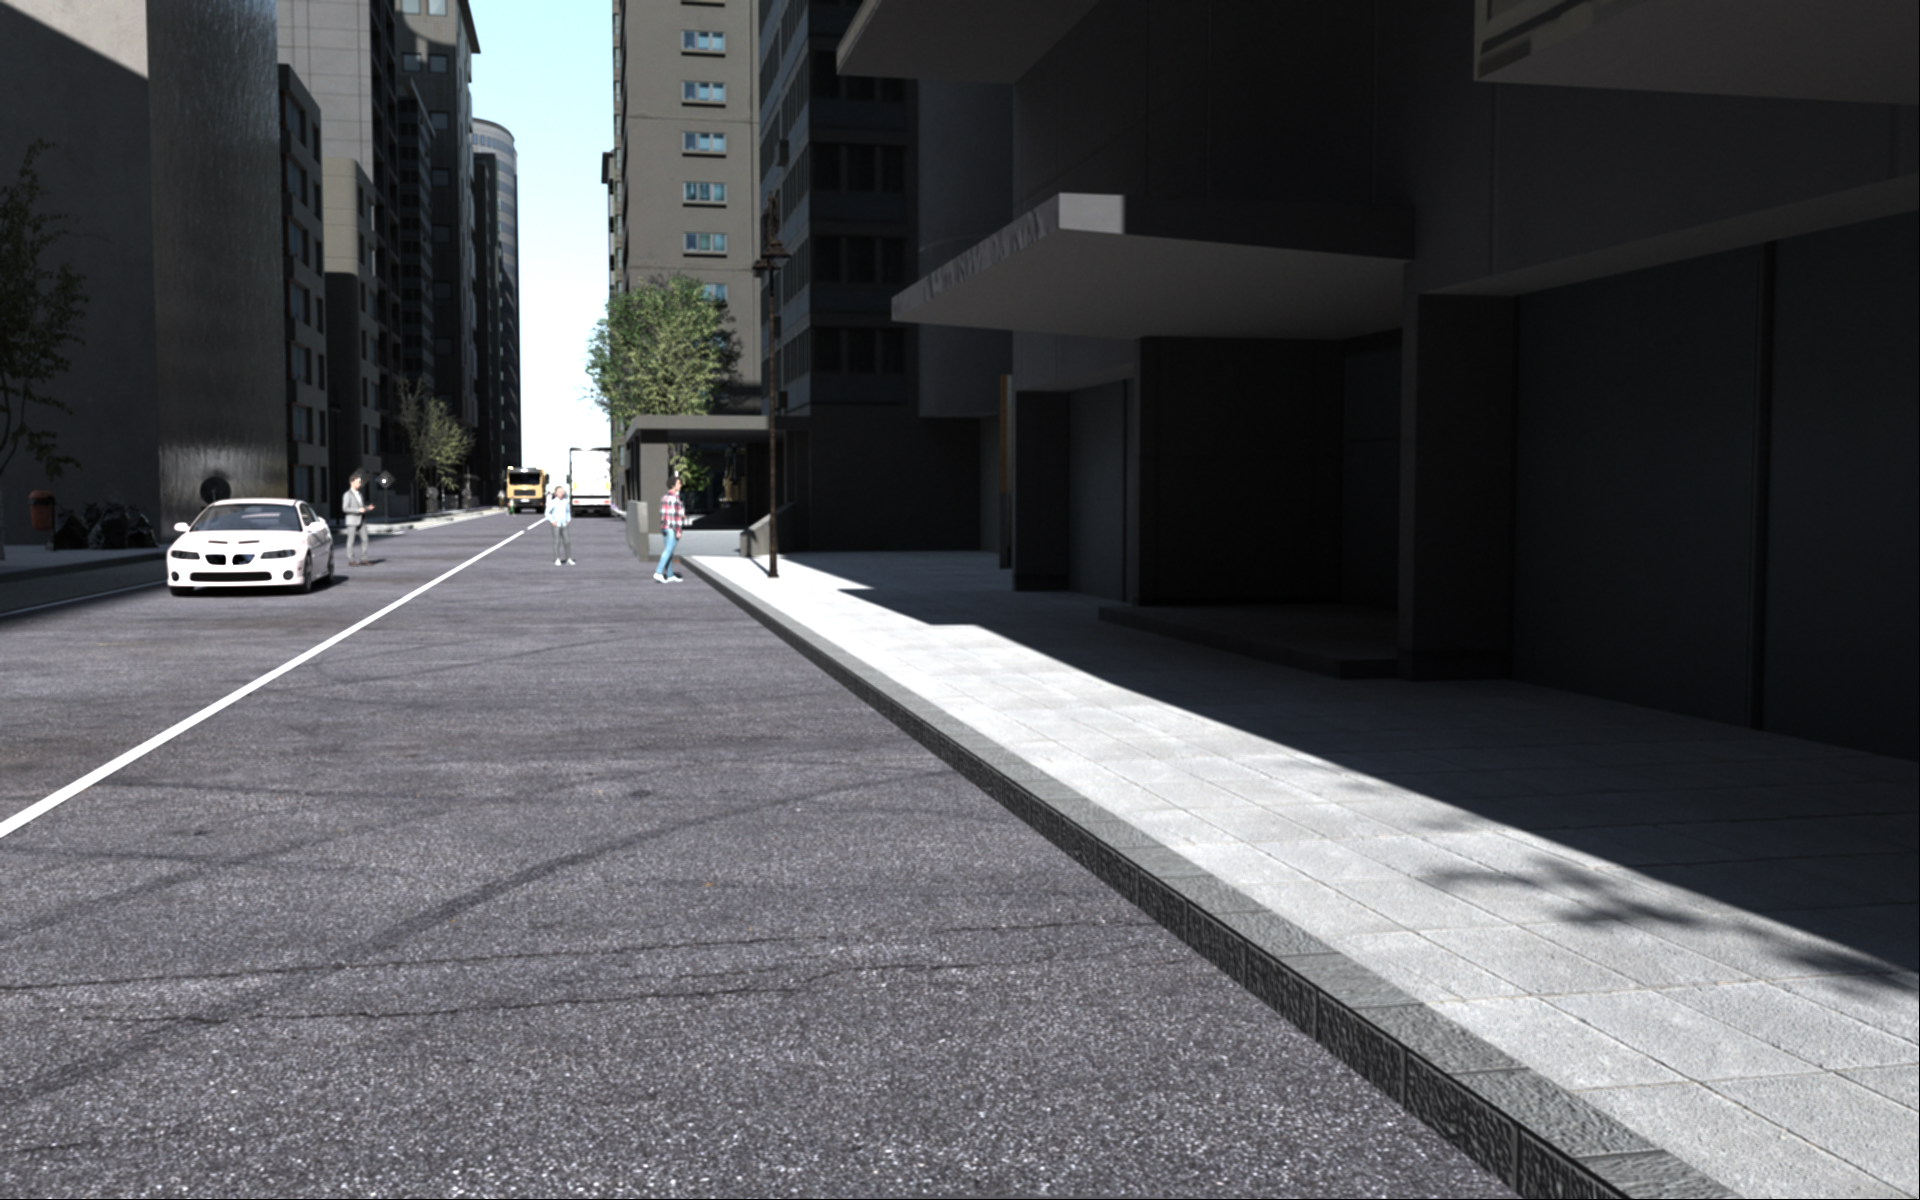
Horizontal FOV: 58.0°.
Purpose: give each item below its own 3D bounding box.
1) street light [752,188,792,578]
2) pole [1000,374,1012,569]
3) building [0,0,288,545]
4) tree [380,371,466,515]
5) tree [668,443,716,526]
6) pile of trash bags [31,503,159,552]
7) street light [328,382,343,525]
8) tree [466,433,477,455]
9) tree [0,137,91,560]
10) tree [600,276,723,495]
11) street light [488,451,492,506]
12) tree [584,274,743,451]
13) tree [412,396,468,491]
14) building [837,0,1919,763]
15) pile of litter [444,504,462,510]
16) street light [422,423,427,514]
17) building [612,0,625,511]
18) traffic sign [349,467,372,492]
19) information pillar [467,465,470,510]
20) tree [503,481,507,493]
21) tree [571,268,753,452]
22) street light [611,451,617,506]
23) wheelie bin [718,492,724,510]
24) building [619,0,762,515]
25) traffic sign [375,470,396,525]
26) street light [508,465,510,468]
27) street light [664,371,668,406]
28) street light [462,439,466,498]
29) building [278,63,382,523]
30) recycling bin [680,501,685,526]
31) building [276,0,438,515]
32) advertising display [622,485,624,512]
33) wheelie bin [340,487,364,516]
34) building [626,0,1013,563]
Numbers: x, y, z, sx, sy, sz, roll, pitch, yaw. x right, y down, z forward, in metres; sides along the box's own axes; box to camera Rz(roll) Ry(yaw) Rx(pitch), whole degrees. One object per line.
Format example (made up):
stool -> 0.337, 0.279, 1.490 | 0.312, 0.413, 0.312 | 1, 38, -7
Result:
street light -> -2.876, -3.286, 26.514 | 0.468, 5.910, 1.993 | -1, 4, -12
pole -> 0.789, -2.189, 29.642 | 0.158, 3.312, 0.155 | 0, 3, 0
building -> -38.968, -14.960, 49.105 | 34.151, 26.468, 19.350 | -1, 4, -12
tree -> -32.628, -9.379, 103.711 | 4.360, 8.622, 3.978 | 0, 3, 0
tree -> -9.894, -4.175, 62.861 | 1.663, 3.219, 1.824 | 0, 3, 0
pile of trash bags -> -20.267, -1.853, 40.054 | 1.912, 1.369, 3.447 | 0, 4, 7
street light -> -25.686, -6.028, 71.344 | 0.468, 5.910, 1.993 | -1, 4, -12
tree -> -40.183, -11.297, 135.061 | 4.360, 8.622, 3.978 | 0, 3, 0
tree -> -18.618, -5.068, 33.223 | 4.737, 8.622, 4.395 | 0, 3, 0
tree -> -9.657, -6.564, 57.689 | 4.737, 8.622, 4.395 | 0, 3, 0
street light -> -50.069, -12.969, 184.825 | 0.468, 5.910, 1.993 | -1, 4, -12
tree -> -13.814, -9.485, 80.843 | 9.928, 11.665, 9.643 | 0, 3, 0
tree -> -39.139, -10.948, 129.366 | 4.737, 8.622, 4.395 | 0, 3, 0
building -> 14.086, -25.842, 11.763 | 28.713, 52.752, 27.495 | -1, 4, -12
pile of litter -> -42.065, -7.957, 144.055 | 1.719, 0.858, 1.176 | -1, 4, -19
street light -> -34.205, -8.433, 110.671 | 0.468, 5.910, 1.993 | -1, 4, -12
building -> -20.957, -27.971, 140.925 | 14.154, 41.232, 14.086 | -1, 4, -12
traffic sign -> -21.922, -3.653, 63.370 | 0.795, 2.450, 0.064 | -1, 4, -12
information pillar -> -39.940, -9.125, 140.547 | 0.183, 3.616, 0.504 | -1, 4, -13
tree -> -58.043, -13.741, 219.269 | 1.663, 3.219, 1.824 | 0, 3, 0
tree -> -16.182, -11.254, 94.374 | 12.009, 13.543, 11.850 | 0, 3, 0
street light -> -36.167, -12.807, 182.189 | 0.468, 5.910, 1.993 | -1, 4, -12
wheelie bin -> -10.218, -4.189, 76.392 | 0.693, 1.594, 0.980 | -3, 5, -44
building -> -11.736, -30.128, 116.292 | 21.300, 48.544, 21.600 | -1, 4, -12
traffic sign -> -23.595, -4.131, 71.178 | 0.795, 2.450, 0.064 | -1, 4, -12
street light -> -59.222, -15.584, 227.586 | 0.468, 5.910, 1.993 | -1, 4, -12
street light -> -11.042, -5.655, 65.245 | 0.468, 5.910, 1.993 | -1, 4, -12
street light -> -41.752, -10.580, 145.767 | 0.468, 5.910, 1.993 | -1, 4, -12
building -> -43.459, -14.442, 81.166 | 27.650, 21.520, 28.899 | -1, 4, -12
recycling bin -> -10.175, -2.970, 61.113 | 0.722, 1.027, 0.722 | -2, 4, -31
building -> -45.611, -41.246, 112.624 | 20.563, 71.187, 20.611 | -1, 4, -12
advertising display -> -24.440, -7.366, 125.652 | 0.123, 1.923, 0.974 | -1, 4, -8
wheelie bin -> -26.954, -4.212, 76.782 | 0.980, 1.594, 0.693 | -2, 4, -28
building -> 7.593, -21.610, 45.202 | 32.217, 40.220, 23.993 | -1, 4, -12
